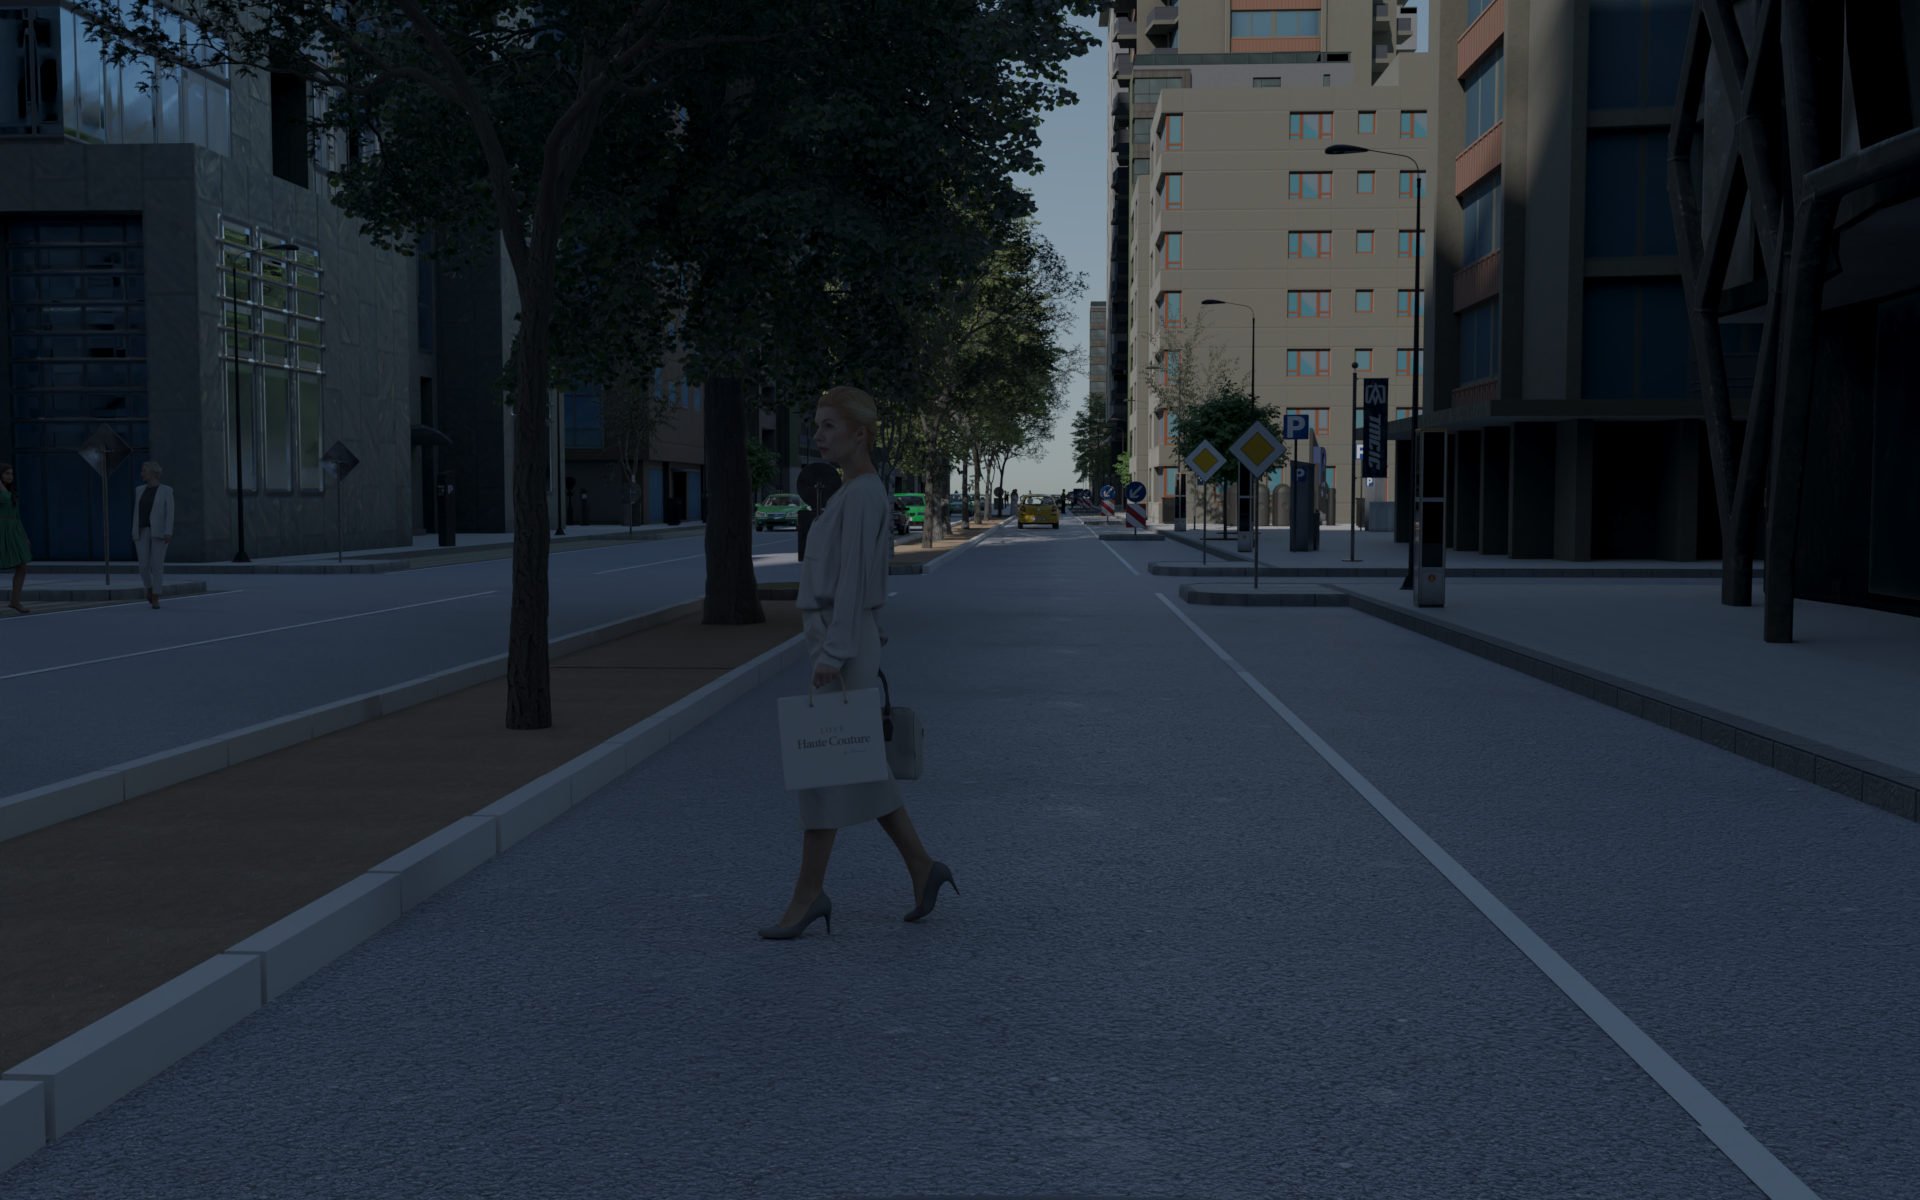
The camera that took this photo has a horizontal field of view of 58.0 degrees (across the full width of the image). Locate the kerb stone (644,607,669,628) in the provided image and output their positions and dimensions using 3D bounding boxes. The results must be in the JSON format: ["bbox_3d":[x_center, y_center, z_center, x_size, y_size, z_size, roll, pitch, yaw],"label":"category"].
[{"bbox_3d":[-3.356,0.209,18.777,0.120,0.150,1.000,0,4,3],"label":"kerb stone"}]

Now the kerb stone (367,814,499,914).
[{"bbox_3d":[-1.934,0.967,6.399,0.120,0.150,1.000,0,4,3],"label":"kerb stone"}]

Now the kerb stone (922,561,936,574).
[{"bbox_3d":[-0.585,-0.565,31.479,0.120,0.150,1.000,0,4,3],"label":"kerb stone"}]

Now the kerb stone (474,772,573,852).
[{"bbox_3d":[-1.866,0.904,7.420,0.120,0.150,1.000,0,4,3],"label":"kerb stone"}]

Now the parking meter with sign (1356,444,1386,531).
[{"bbox_3d":[14.497,-3.918,60.323,1.738,3.016,0.543,-3,5,-39],"label":"parking meter with sign"}]

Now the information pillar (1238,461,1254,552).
[{"bbox_3d":[6.297,-2.059,38.157,0.304,2.012,0.304,1,4,19],"label":"information pillar"}]

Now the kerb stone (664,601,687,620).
[{"bbox_3d":[-3.318,0.146,19.803,0.120,0.150,1.000,0,4,3],"label":"kerb stone"}]

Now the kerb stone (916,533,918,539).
[{"bbox_3d":[-1.485,-1.952,54.117,0.120,0.150,1.000,0,4,3],"label":"kerb stone"}]

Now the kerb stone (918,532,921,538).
[{"bbox_3d":[-1.418,-2.015,55.148,0.120,0.150,1.000,0,4,3],"label":"kerb stone"}]

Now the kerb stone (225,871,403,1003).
[{"bbox_3d":[-1.982,1.031,5.371,0.120,0.150,1.000,0,4,3],"label":"kerb stone"}]

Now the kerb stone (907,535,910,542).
[{"bbox_3d":[-1.645,-1.762,51.055,0.120,0.150,1.000,0,4,3],"label":"kerb stone"}]

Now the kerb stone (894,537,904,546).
[{"bbox_3d":[-1.752,-1.640,49.014,0.120,0.150,1.000,0,4,3],"label":"kerb stone"}]

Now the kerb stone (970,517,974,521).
[{"bbox_3d":[0.709,-4.457,95.069,0.120,0.150,1.000,0,4,3],"label":"kerb stone"}]

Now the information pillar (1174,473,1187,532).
[{"bbox_3d":[7.538,-3.347,59.212,0.304,2.012,0.304,-2,4,-32],"label":"information pillar"}]

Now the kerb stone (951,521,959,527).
[{"bbox_3d":[-0.226,-3.394,77.682,0.120,0.150,1.000,0,4,3],"label":"kerb stone"}]

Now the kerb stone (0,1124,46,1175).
[{"bbox_3d":[-2.098,1.161,3.311,0.120,0.150,1.000,0,4,3],"label":"kerb stone"}]

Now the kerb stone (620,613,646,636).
[{"bbox_3d":[-3.419,0.273,17.757,0.120,0.150,1.000,0,4,3],"label":"kerb stone"}]

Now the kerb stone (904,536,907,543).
[{"bbox_3d":[-1.695,-1.703,50.034,0.120,0.150,1.000,0,4,3],"label":"kerb stone"}]

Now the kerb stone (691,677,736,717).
[{"bbox_3d":[-1.655,0.656,11.513,0.120,0.150,1.000,0,4,3],"label":"kerb stone"}]

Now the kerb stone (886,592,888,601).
[{"bbox_3d":[-1.050,-0.030,22.770,0.120,0.150,1.000,0,4,3],"label":"kerb stone"}]

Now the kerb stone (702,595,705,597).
[{"bbox_3d":[-3.204,0.021,21.852,0.120,0.150,1.000,0,4,3],"label":"kerb stone"}]

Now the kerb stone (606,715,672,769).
[{"bbox_3d":[-1.761,0.781,9.467,0.120,0.150,1.000,0,4,3],"label":"kerb stone"}]

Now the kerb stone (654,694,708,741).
[{"bbox_3d":[-1.702,0.717,10.492,0.120,0.150,1.000,0,4,3],"label":"kerb stone"}]

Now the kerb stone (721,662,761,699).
[{"bbox_3d":[-1.603,0.592,12.538,0.120,0.150,1.000,0,4,3],"label":"kerb stone"}]

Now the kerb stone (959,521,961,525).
[{"bbox_3d":[-0.161,-3.456,78.702,0.120,0.150,1.000,0,4,3],"label":"kerb stone"}]

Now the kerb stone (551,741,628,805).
[{"bbox_3d":[-1.814,0.845,8.446,0.120,0.150,1.000,0,4,3],"label":"kerb stone"}]

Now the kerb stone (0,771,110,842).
[{"bbox_3d":[-3.963,0.897,7.528,0.120,0.150,1.000,0,4,3],"label":"kerb stone"}]

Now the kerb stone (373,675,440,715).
[{"bbox_3d":[-3.744,0.650,11.618,0.120,0.150,1.000,0,4,3],"label":"kerb stone"}]

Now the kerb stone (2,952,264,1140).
[{"bbox_3d":[-2.039,1.095,4.340,0.120,0.150,1.000,0,4,3],"label":"kerb stone"}]

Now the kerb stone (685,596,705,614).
[{"bbox_3d":[-3.262,0.093,20.825,0.120,0.150,1.000,0,4,3],"label":"kerb stone"}]

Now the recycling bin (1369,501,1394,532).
[{"bbox_3d":[14.441,-2.845,59.070,0.722,1.027,0.722,-3,5,-44],"label":"recycling bin"}]

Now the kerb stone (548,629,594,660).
[{"bbox_3d":[-3.540,0.399,15.711,0.120,0.150,1.000,0,4,3],"label":"kerb stone"}]

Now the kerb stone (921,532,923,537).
[{"bbox_3d":[-1.372,-2.077,56.177,0.120,0.150,1.000,0,4,3],"label":"kerb stone"}]

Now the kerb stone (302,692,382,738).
[{"bbox_3d":[-3.803,0.709,10.597,0.120,0.150,1.000,0,4,3],"label":"kerb stone"}]

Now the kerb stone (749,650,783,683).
[{"bbox_3d":[-1.543,0.529,13.562,0.120,0.150,1.000,0,4,3],"label":"kerb stone"}]

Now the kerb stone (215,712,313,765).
[{"bbox_3d":[-3.860,0.772,9.569,0.120,0.150,1.000,0,4,3],"label":"kerb stone"}]

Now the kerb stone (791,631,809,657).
[{"bbox_3d":[-1.428,0.403,15.605,0.120,0.150,1.000,0,4,3],"label":"kerb stone"}]

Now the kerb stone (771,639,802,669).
[{"bbox_3d":[-1.483,0.466,14.585,0.120,0.150,1.000,0,4,3],"label":"kerb stone"}]

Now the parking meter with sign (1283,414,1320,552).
[{"bbox_3d":[7.689,-2.599,38.759,0.543,3.016,1.738,2,4,23],"label":"parking meter with sign"}]

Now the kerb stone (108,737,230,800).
[{"bbox_3d":[-3.913,0.835,8.549,0.120,0.150,1.000,0,4,3],"label":"kerb stone"}]

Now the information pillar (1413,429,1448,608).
[{"bbox_3d":[5.329,-0.926,19.626,0.304,2.012,0.304,0,4,4],"label":"information pillar"}]

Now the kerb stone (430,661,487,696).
[{"bbox_3d":[-3.691,0.585,12.638,0.120,0.150,1.000,0,4,3],"label":"kerb stone"}]

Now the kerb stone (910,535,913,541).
[{"bbox_3d":[-1.593,-1.827,52.076,0.120,0.150,1.000,0,4,3],"label":"kerb stone"}]

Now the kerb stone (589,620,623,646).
[{"bbox_3d":[-3.468,0.334,16.731,0.120,0.150,1.000,0,4,3],"label":"kerb stone"}]

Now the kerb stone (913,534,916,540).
[{"bbox_3d":[-1.531,-1.890,53.096,0.120,0.150,1.000,0,4,3],"label":"kerb stone"}]

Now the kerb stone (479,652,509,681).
[{"bbox_3d":[-3.638,0.525,13.669,0.120,0.150,1.000,0,4,3],"label":"kerb stone"}]
